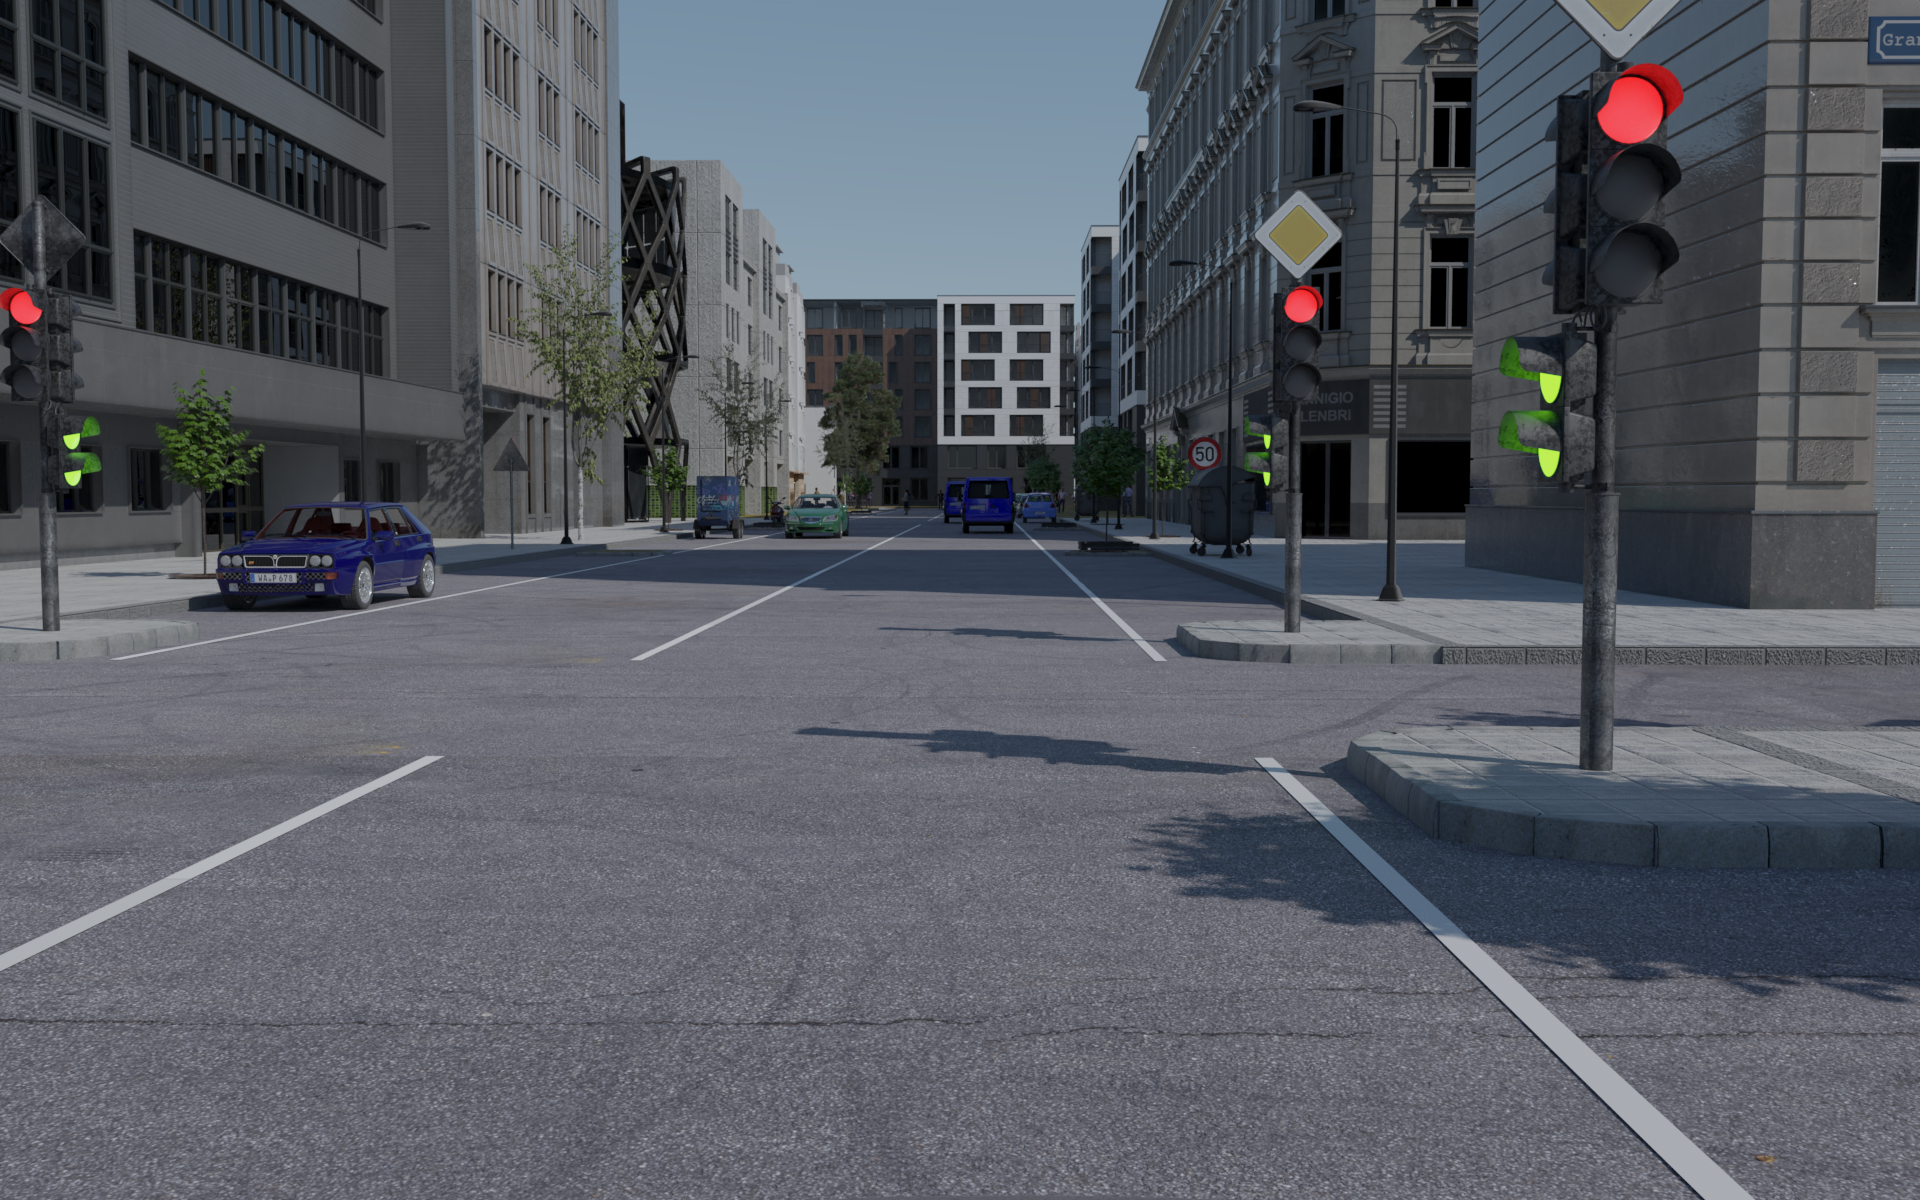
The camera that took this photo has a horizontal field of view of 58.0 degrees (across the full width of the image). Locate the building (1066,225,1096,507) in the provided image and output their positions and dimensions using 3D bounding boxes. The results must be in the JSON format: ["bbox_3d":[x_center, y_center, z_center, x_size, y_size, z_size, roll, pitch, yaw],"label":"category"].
[{"bbox_3d":[24.118,-18.586,147.853,27.936,21.610,32.646,0,4,1],"label":"building"}]

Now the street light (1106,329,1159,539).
[{"bbox_3d":[4.967,-4.671,48.910,1.470,5.913,1.316,0,4,1],"label":"street light"}]

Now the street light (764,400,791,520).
[{"bbox_3d":[-9.004,-6.902,85.387,1.470,5.913,1.316,0,4,1],"label":"street light"}]

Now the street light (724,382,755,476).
[{"bbox_3d":[-9.155,-6.061,71.636,1.470,5.913,1.316,0,4,1],"label":"street light"}]

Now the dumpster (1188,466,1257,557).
[{"bbox_3d":[5.493,-1.866,36.276,1.264,1.857,1.865,0,4,1],"label":"dumpster"}]

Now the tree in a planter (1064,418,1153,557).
[{"bbox_3d":[3.450,-2.655,40.638,1.991,3.239,1.994,0,4,1],"label":"tree in a planter"}]

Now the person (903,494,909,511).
[{"bbox_3d":[-4.668,-8.556,149.304,0.541,1.710,0.530,0,4,2],"label":"person"}]

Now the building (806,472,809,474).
[{"bbox_3d":[-20.597,-17.402,140.945,16.016,20.091,11.380,0,4,1],"label":"building"}]

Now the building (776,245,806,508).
[{"bbox_3d":[-20.377,-16.707,129.582,16.016,20.091,11.380,0,4,1],"label":"building"}]

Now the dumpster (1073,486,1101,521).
[{"bbox_3d":[6.110,-4.721,82.954,1.264,1.857,1.865,0,4,1],"label":"dumpster"}]

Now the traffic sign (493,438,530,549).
[{"bbox_3d":[-10.404,-2.458,40.187,0.884,2.594,0.081,0,4,5],"label":"traffic sign"}]

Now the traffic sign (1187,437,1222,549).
[{"bbox_3d":[5.441,-2.354,38.587,0.768,2.556,0.104,0,4,2],"label":"traffic sign"}]

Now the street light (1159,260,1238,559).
[{"bbox_3d":[4.835,-3.789,34.485,1.470,5.913,1.316,0,4,1],"label":"street light"}]

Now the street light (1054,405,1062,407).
[{"bbox_3d":[5.596,-7.216,90.526,1.470,5.913,1.316,0,4,1],"label":"street light"}]

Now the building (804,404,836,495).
[{"bbox_3d":[-25.697,-13.341,160.269,28.070,9.664,9.099,0,4,1],"label":"building"}]

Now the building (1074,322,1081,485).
[{"bbox_3d":[18.157,-20.128,185.509,11.380,20.091,16.016,0,4,1],"label":"building"}]

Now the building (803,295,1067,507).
[{"bbox_3d":[-4.309,-21.279,191.891,32.646,21.610,27.936,0,4,1],"label":"building"}]

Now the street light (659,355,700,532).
[{"bbox_3d":[-9.381,-5.220,57.886,1.470,5.913,1.316,0,4,1],"label":"street light"}]

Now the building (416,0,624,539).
[{"bbox_3d":[-19.637,-14.742,59.054,12.078,24.808,19.932,0,4,1],"label":"building"}]

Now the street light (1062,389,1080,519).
[{"bbox_3d":[5.371,-6.357,76.474,1.470,5.913,1.316,0,4,1],"label":"street light"}]

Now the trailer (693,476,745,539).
[{"bbox_3d":[-7.755,-2.929,54.944,1.471,1.999,3.904,0,4,1],"label":"trailer"}]

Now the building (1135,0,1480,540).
[{"bbox_3d":[17.318,-17.875,68.676,17.030,29.872,44.131,0,4,1],"label":"building"}]

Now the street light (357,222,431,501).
[{"bbox_3d":[-9.743,-3.500,29.768,1.470,5.913,1.316,0,4,1],"label":"street light"}]

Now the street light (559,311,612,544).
[{"bbox_3d":[-9.527,-4.379,44.134,1.470,5.913,1.316,0,4,1],"label":"street light"}]

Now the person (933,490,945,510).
[{"bbox_3d":[-1.721,-8.965,155.093,1.348,1.821,0.705,0,4,2],"label":"person"}]

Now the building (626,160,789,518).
[{"bbox_3d":[-20.805,-14.764,107.847,16.747,18.905,31.486,0,4,1],"label":"building"}]

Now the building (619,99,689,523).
[{"bbox_3d":[-20.955,-12.853,77.597,16.820,18.784,16.811,0,4,1],"label":"building"}]

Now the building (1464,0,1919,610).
[{"bbox_3d":[20.961,-13.858,23.849,25.104,27.353,12.463,0,4,1],"label":"building"}]

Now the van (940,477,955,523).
[{"bbox_3d":[0.128,-5.016,86.395,2.240,2.365,5.245,0,4,-1],"label":"van"}]

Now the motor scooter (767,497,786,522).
[{"bbox_3d":[-7.870,-3.773,74.463,0.815,1.314,1.986,0,4,2],"label":"motor scooter"}]

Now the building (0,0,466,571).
[{"bbox_3d":[-21.242,-13.154,34.130,14.314,24.678,30.058,0,4,1],"label":"building"}]

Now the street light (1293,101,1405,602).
[{"bbox_3d":[4.629,-2.941,20.622,1.470,5.913,1.316,0,4,1],"label":"street light"}]

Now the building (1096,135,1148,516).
[{"bbox_3d":[24.274,-16.581,115.074,27.936,21.610,32.646,0,4,1],"label":"building"}]

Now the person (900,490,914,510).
[{"bbox_3d":[-4.679,-8.955,154.929,1.348,1.822,0.705,-1,4,-23],"label":"person"}]

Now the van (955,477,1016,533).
[{"bbox_3d":[1.015,-3.683,64.605,2.240,2.365,5.245,0,3,0],"label":"van"}]

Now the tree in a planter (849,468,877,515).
[{"bbox_3d":[-6.742,-7.430,118.707,1.991,3.239,1.994,0,4,1],"label":"tree in a planter"}]

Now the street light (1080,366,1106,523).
[{"bbox_3d":[5.220,-5.516,62.723,1.470,5.913,1.316,0,4,1],"label":"street light"}]
